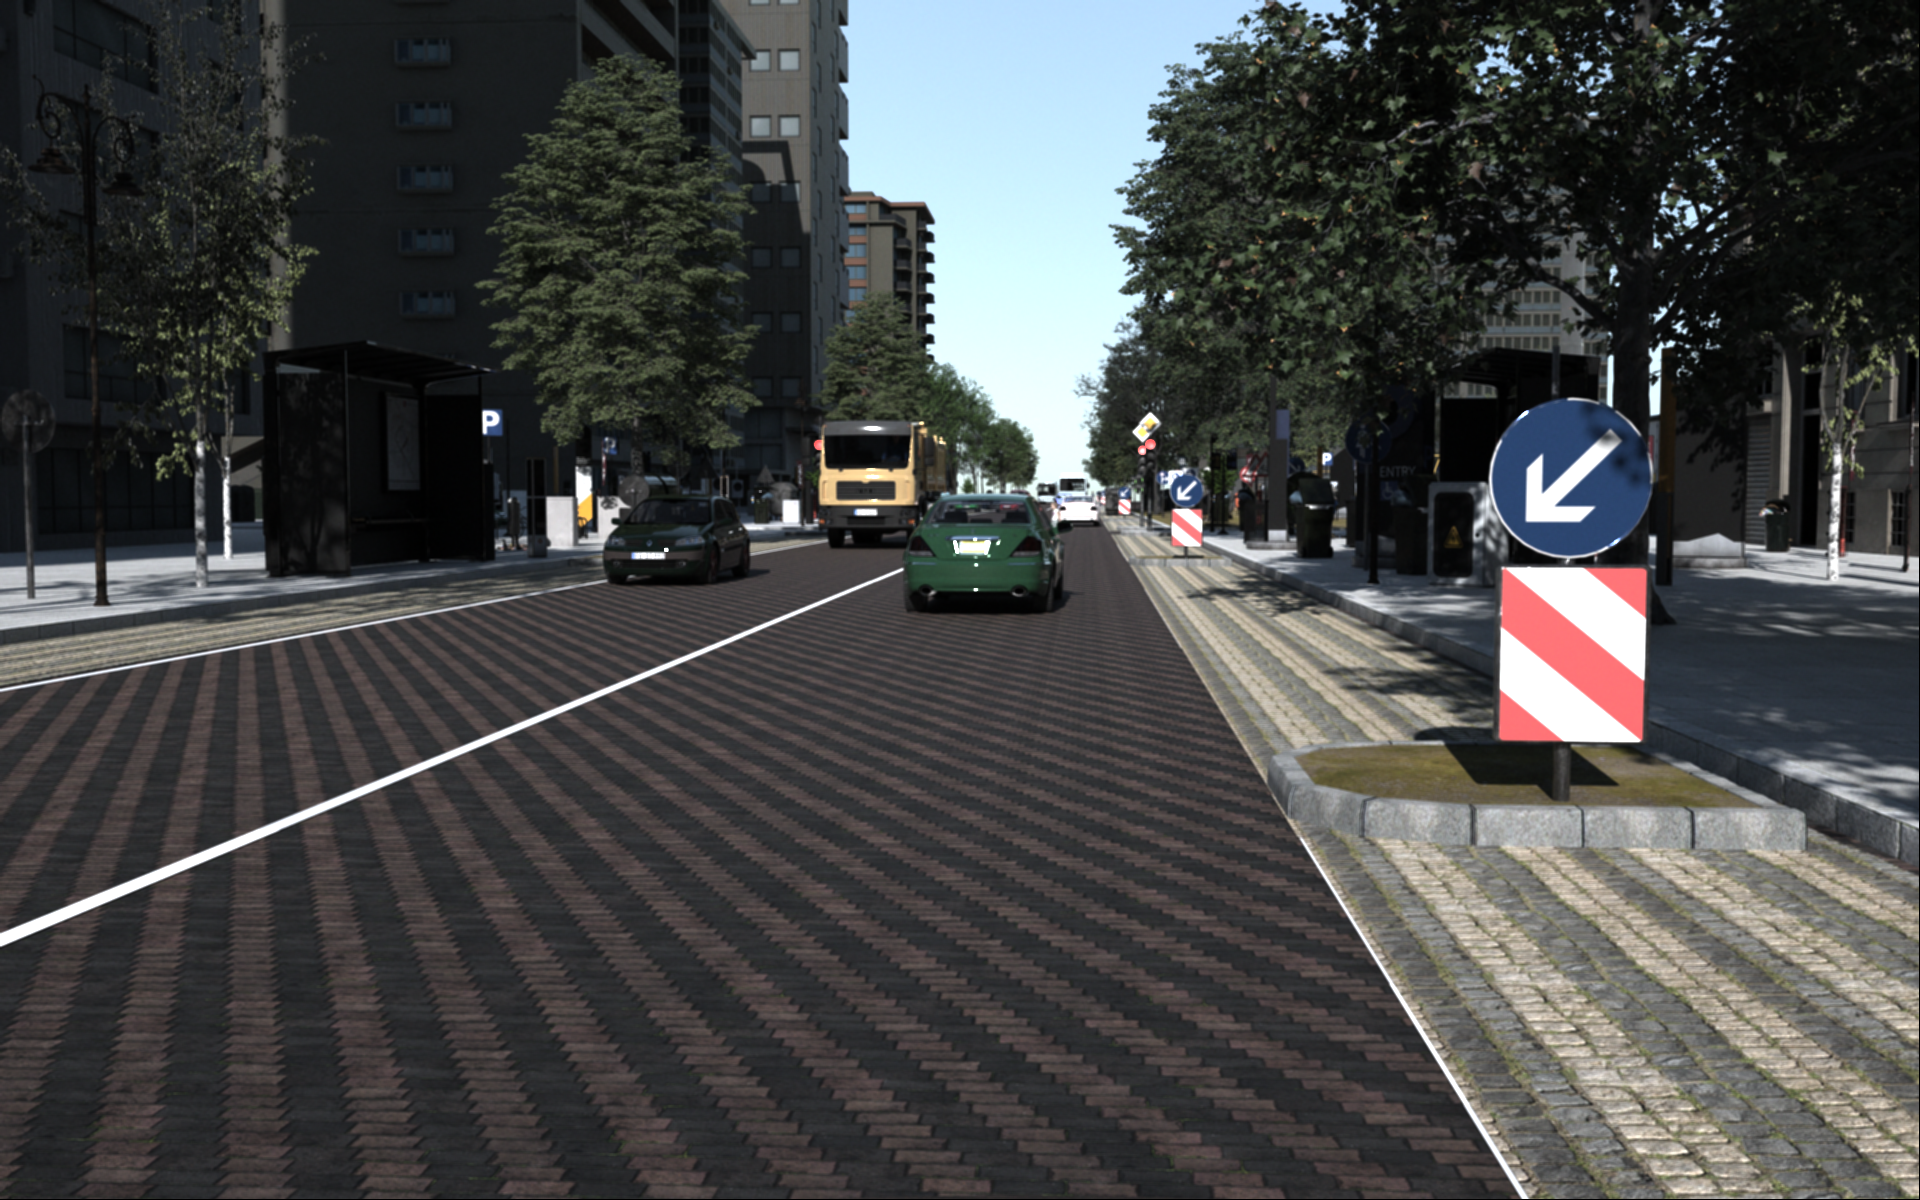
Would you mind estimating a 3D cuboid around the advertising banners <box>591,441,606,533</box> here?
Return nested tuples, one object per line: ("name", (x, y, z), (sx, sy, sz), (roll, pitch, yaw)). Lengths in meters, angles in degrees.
("advertising banners", (-11.832, -3.703, 56.732), (0.090, 3.025, 2.074), (-2, 4, -24))

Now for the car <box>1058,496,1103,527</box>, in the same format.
("car", (5.351, -3.990, 77.602), (2.083, 1.381, 4.827), (0, 4, 5))

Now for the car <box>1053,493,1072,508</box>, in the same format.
("car", (8.366, -7.889, 138.571), (1.945, 1.707, 3.694), (0, 4, 4))

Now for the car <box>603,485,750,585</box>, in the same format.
("car", (-4.644, -1.158, 28.726), (2.009, 1.686, 4.222), (0, 4, 5))

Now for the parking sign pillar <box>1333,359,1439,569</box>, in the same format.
("parking sign pillar", (7.591, -2.553, 30.217), (1.447, 3.967, 1.447), (3, 5, 44))

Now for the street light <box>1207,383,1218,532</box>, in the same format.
("street light", (8.534, -5.238, 58.436), (0.468, 5.910, 1.993), (0, 4, 4))

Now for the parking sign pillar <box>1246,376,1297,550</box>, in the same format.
("parking sign pillar", (7.405, -3.169, 40.290), (1.447, 3.967, 1.447), (1, 4, 11))

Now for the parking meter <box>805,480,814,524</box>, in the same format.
("parking meter", (-6.382, -4.145, 73.487), (0.255, 1.863, 0.399), (1, 4, 17))

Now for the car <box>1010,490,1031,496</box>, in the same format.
("car", (5.455, -9.309, 160.872), (2.281, 1.827, 5.304), (0, 4, 5))

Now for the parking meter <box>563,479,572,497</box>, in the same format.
("parking meter", (-15.549, -3.850, 68.663), (0.255, 1.863, 0.399), (0, 4, -1))

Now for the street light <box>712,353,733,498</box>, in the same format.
("street light", (-7.345, -4.958, 53.846), (0.468, 5.910, 1.993), (0, 4, 4))

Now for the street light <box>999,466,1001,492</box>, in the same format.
("street light", (5.314, -15.621, 228.198), (0.468, 5.910, 1.993), (0, 4, 4))

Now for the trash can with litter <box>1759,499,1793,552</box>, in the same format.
("trash can with litter", (18.157, -1.659, 38.513), (0.624, 1.170, 1.055), (2, 4, 31))

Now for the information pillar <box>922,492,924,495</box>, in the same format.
("information pillar", (-2.655, -7.804, 118.955), (0.183, 3.616, 0.504), (-3, 5, -44))

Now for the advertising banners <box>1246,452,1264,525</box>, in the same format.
("advertising banners", (12.386, -4.614, 71.624), (0.090, 3.025, 2.074), (-1, 4, -23))

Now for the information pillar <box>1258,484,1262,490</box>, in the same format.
("information pillar", (22.664, -7.755, 131.281), (0.304, 2.012, 0.304), (-2, 4, -30))

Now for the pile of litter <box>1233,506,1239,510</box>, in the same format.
("pile of litter", (21.845, -7.527, 137.034), (1.176, 0.858, 1.719), (0, 4, 8))

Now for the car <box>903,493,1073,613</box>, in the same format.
("car", (0.374, -0.650, 22.423), (2.131, 1.459, 4.920), (0, 4, 6))

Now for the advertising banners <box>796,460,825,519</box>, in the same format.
("advertising banners", (-7.544, -5.675, 88.966), (2.074, 3.025, 0.090), (-3, 4, -36))

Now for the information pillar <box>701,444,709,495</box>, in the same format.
("information pillar", (-11.919, -5.475, 80.871), (0.183, 3.616, 0.504), (-3, 5, -45))

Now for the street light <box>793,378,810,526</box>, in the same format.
("street light", (-6.282, -5.889, 69.072), (0.468, 5.910, 1.993), (0, 4, 4))

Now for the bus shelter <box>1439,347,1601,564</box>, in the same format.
("bus shelter", (9.620, -2.412, 30.719), (1.731, 3.624, 6.357), (0, 4, 4))

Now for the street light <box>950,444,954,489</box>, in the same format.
("street light", (-0.684, -10.547, 145.224), (0.468, 5.910, 1.993), (0, 4, 4))

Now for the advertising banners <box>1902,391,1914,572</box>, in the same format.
("advertising banners", (15.964, -2.014, 29.122), (0.090, 3.025, 2.074), (2, 4, 30))

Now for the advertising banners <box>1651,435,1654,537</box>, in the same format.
("advertising banners", (21.121, -3.379, 51.427), (2.074, 3.025, 0.090), (1, 4, 18))

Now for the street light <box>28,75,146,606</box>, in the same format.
("street light", (-9.847, -2.869, 19.698), (0.468, 5.910, 1.993), (0, 4, 4))

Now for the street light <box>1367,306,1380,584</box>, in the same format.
("street light", (5.917, -3.169, 24.609), (0.468, 5.910, 1.993), (0, 4, 4))

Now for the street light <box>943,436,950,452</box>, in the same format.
("street light", (-1.308, -10.096, 137.853), (0.468, 5.910, 1.993), (0, 4, 4))

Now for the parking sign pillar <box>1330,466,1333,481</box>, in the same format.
("parking sign pillar", (20.062, -6.260, 90.823), (1.447, 3.967, 1.447), (3, 5, 43))

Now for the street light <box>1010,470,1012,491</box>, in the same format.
("street light", (7.798, -17.746, 262.926), (0.468, 5.910, 1.993), (0, 4, 4))

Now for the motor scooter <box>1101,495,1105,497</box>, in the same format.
("motor scooter", (21.838, -15.361, 263.923), (0.815, 1.314, 1.986), (0, 4, 3))

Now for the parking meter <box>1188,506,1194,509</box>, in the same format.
("parking meter", (12.829, -5.373, 96.254), (0.372, 1.533, 0.369), (0, 3, 0))

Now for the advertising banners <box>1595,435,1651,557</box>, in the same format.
("advertising banners", (12.976, -2.406, 35.519), (2.074, 3.025, 0.090), (1, 4, 19))

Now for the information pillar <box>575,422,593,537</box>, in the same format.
("information pillar", (-11.228, -3.689, 51.670), (0.504, 3.616, 0.183), (0, 4, 2))

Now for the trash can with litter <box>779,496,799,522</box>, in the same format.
("trash can with litter", (-7.874, -4.180, 79.733), (1.055, 1.170, 0.624), (2, 4, 32))

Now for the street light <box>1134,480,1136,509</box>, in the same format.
("street light", (15.184, -10.862, 150.388), (0.468, 5.910, 1.993), (0, 4, 4))

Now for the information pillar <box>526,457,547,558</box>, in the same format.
("information pillar", (-8.545, -1.863, 34.958), (0.304, 2.012, 0.304), (-3, 4, -37))

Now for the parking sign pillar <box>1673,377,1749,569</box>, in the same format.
("parking sign pillar", (13.033, -2.556, 30.267), (1.447, 3.967, 1.447), (2, 4, 32))

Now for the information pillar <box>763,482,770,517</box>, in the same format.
("information pillar", (-9.855, -5.117, 88.160), (0.304, 2.012, 0.304), (1, 4, 11))

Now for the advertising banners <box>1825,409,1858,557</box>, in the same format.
("advertising banners", (17.977, -2.390, 35.261), (0.090, 3.025, 2.074), (3, 5, 40))

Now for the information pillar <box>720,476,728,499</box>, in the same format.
("information pillar", (-9.718, -4.092, 71.403), (0.304, 2.012, 0.304), (-1, 4, -12))

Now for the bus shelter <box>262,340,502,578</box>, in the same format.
("bus shelter", (-9.694, -2.347, 29.659), (1.731, 3.624, 6.357), (0, 4, 4))

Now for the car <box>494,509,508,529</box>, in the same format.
("car", (-19.484, -3.273, 65.315), (4.920, 1.459, 2.131), (0, 4, 3))

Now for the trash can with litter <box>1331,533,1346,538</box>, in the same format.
("trash can with litter", (11.371, -2.409, 50.447), (2.233, 1.210, 1.678), (-1, 4, -23))

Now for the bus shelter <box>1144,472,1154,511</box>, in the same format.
("bus shelter", (14.752, -8.833, 135.709), (1.731, 3.624, 6.357), (0, 4, 4))

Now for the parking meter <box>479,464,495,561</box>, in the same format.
("parking meter", (-9.183, -1.696, 33.440), (0.255, 1.863, 0.399), (-3, 5, -41))
